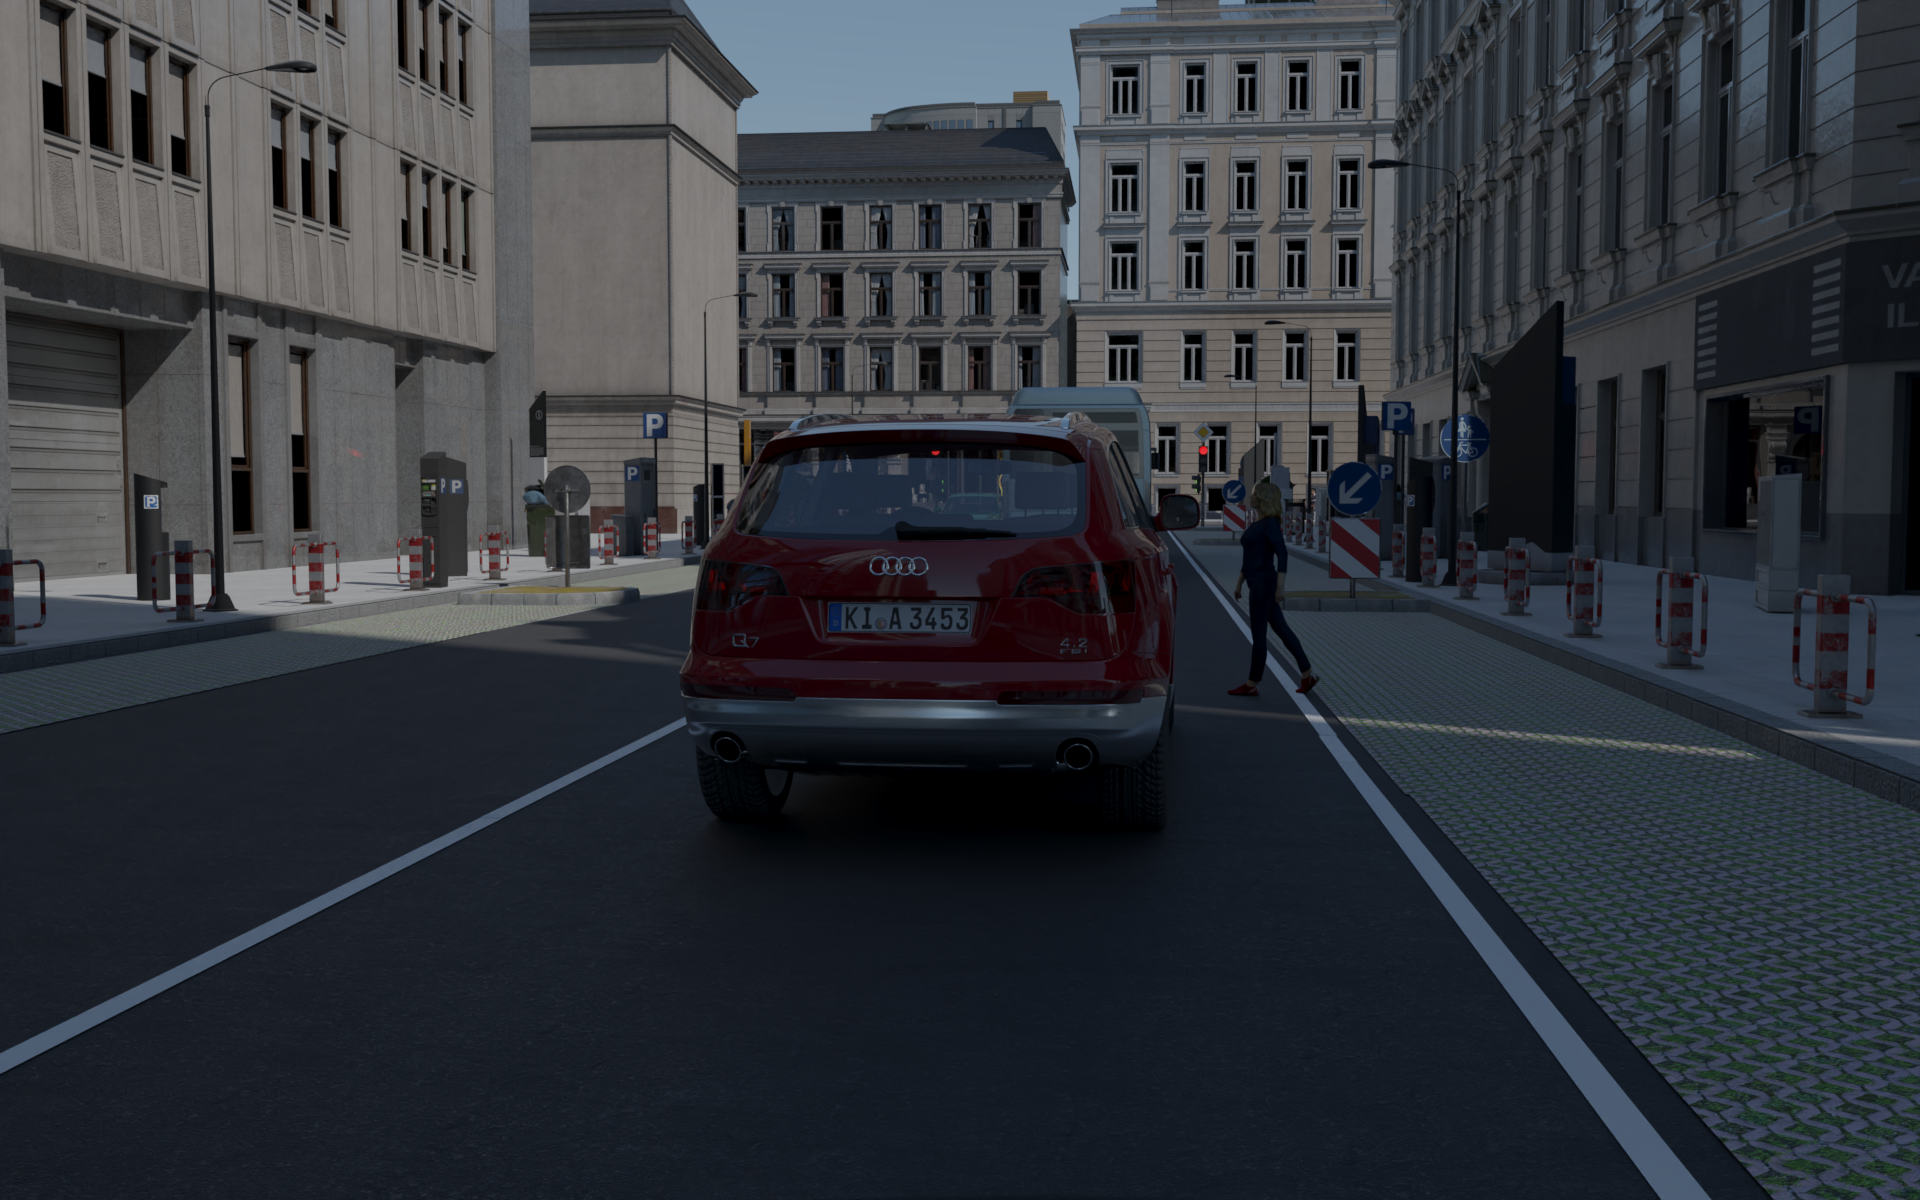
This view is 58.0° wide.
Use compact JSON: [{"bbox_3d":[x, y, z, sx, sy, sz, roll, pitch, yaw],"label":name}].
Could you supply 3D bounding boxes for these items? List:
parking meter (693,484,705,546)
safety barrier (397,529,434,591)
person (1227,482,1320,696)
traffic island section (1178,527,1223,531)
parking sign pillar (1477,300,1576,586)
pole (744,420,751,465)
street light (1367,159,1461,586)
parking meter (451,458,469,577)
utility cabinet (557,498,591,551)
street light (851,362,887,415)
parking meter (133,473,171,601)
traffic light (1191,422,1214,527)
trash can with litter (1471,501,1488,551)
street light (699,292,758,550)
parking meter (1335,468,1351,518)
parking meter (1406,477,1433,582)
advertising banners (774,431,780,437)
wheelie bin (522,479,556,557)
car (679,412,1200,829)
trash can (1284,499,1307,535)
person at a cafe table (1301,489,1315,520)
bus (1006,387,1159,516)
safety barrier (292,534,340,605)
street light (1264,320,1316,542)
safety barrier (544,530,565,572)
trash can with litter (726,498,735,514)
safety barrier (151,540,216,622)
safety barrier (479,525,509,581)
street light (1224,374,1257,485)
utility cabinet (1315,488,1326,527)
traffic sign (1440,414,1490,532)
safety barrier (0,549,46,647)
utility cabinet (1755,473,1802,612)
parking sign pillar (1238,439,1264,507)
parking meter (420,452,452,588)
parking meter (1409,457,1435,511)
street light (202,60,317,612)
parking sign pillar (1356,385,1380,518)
[{"bbox_3d":[-6.449,-2.121,43.082,0.372,1.533,0.369,0,3,0],"label":"parking meter"},{"bbox_3d":[-7.203,-0.529,22.929,0.300,0.817,1.120,0,4,6],"label":"safety barrier"},{"bbox_3d":[2.235,-0.079,12.329,0.613,1.512,0.480,-1,4,-20],"label":"person"},{"bbox_3d":[9.525,-2.787,67.852,2.009,0.180,2.903,0,4,6],"label":"traffic island section"},{"bbox_3d":[8.210,-2.226,24.869,1.447,3.967,1.447,-2,4,-25],"label":"parking sign pillar"},{"bbox_3d":[-5.842,-3.293,47.683,0.158,3.312,0.155,0,3,0],"label":"pole"},{"bbox_3d":[6.352,-3.156,24.140,1.470,5.913,1.316,0,4,6],"label":"street light"},{"bbox_3d":[-7.895,-1.304,27.031,0.399,1.863,0.255,-3,5,-42],"label":"parking meter"},{"bbox_3d":[-8.649,-1.691,38.804,0.306,1.237,1.020,1,4,17],"label":"utility cabinet"},{"bbox_3d":[-3.262,-5.416,61.097,1.470,5.913,1.316,0,4,6],"label":"street light"},{"bbox_3d":[-9.755,-0.765,20.915,0.372,1.533,0.369,0,3,0],"label":"parking meter"},{"bbox_3d":[9.486,-4.821,67.742,0.839,4.253,0.868,0,4,6],"label":"traffic light"},{"bbox_3d":[11.519,-1.681,38.877,1.055,1.170,0.624,1,4,13],"label":"trash can with litter"},{"bbox_3d":[-5.330,-4.123,39.945,1.470,5.913,1.316,0,4,6],"label":"street light"},{"bbox_3d":[8.574,-2.012,38.604,0.399,1.863,0.255,0,4,1],"label":"parking meter"},{"bbox_3d":[6.704,-1.031,25.268,0.372,1.533,0.369,0,3,0],"label":"parking meter"},{"bbox_3d":[-5.277,-3.149,47.679,0.090,3.025,2.074,1,4,12],"label":"advertising banners"},{"bbox_3d":[-8.602,-1.690,35.541,0.693,1.594,0.980,-1,4,-10],"label":"wheelie bin"},{"bbox_3d":[0.104,-0.023,9.046,2.281,1.827,5.304,0,4,8],"label":"car"},{"bbox_3d":[10.424,-2.583,53.886,0.748,1.137,0.748,0,3,0],"label":"trash can"},{"bbox_3d":[17.102,-4.685,85.117,1.622,1.524,1.698,-2,4,-33],"label":"person at a cafe table"},{"bbox_3d":[2.725,-2.539,36.367,2.948,3.499,13.247,0,4,6],"label":"bus"},{"bbox_3d":[-7.489,-0.360,20.155,0.300,0.817,1.120,0,4,6],"label":"safety barrier"},{"bbox_3d":[8.824,-4.515,46.363,1.470,5.913,1.316,0,4,6],"label":"street light"},{"bbox_3d":[-6.628,-0.869,28.491,0.300,0.817,1.120,0,4,6],"label":"safety barrier"},{"bbox_3d":[-6.083,-2.183,47.083,0.624,1.170,1.055,0,4,7],"label":"trash can with litter"},{"bbox_3d":[-7.779,-0.189,17.370,0.300,0.817,1.120,0,4,6],"label":"safety barrier"},{"bbox_3d":[-6.911,-0.700,25.717,0.300,0.817,1.120,0,4,6],"label":"safety barrier"},{"bbox_3d":[10.935,-5.797,67.314,1.470,5.913,1.316,0,4,6],"label":"street light"},{"bbox_3d":[14.226,-3.564,66.943,1.173,1.500,0.318,-3,5,-40],"label":"utility cabinet"},{"bbox_3d":[8.069,-1.690,27.731,0.768,2.556,0.104,1,4,12],"label":"traffic sign"},{"bbox_3d":[-8.067,-0.019,14.592,0.300,0.817,1.120,0,4,6],"label":"safety barrier"},{"bbox_3d":[8.993,-0.636,19.076,0.318,1.500,1.173,1,4,18],"label":"utility cabinet"},{"bbox_3d":[14.103,-5.837,83.907,1.447,3.967,1.447,-2,4,-32],"label":"parking sign pillar"},{"bbox_3d":[-7.208,-1.103,23.743,0.255,1.863,0.399,0,4,2],"label":"parking meter"},{"bbox_3d":[7.198,-1.303,27.013,0.399,1.863,0.255,1,4,17],"label":"parking meter"},{"bbox_3d":[-7.573,-2.826,18.748,1.470,5.913,1.316,0,4,6],"label":"street light"},{"bbox_3d":[10.219,-3.360,43.408,1.447,3.967,1.447,1,4,18],"label":"parking sign pillar"}]
